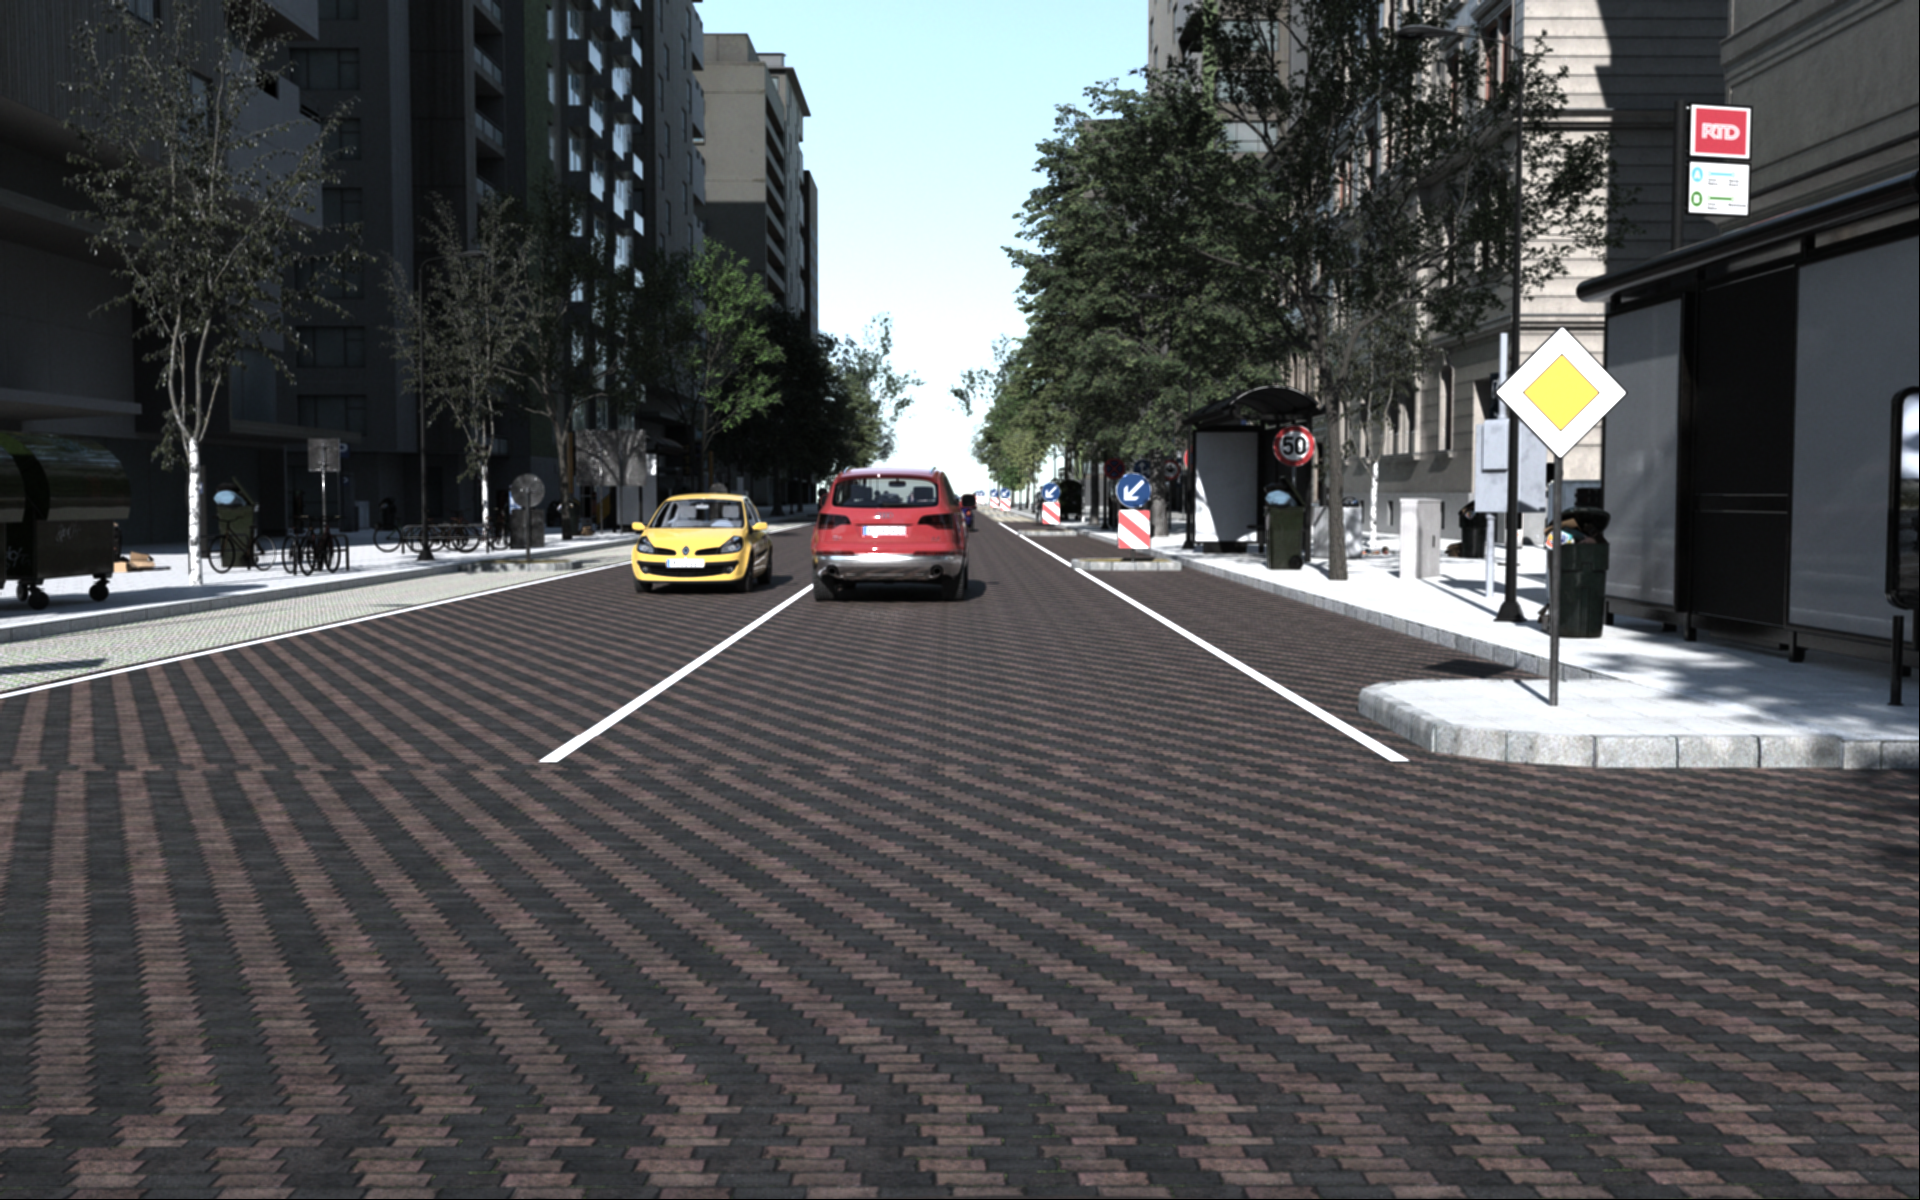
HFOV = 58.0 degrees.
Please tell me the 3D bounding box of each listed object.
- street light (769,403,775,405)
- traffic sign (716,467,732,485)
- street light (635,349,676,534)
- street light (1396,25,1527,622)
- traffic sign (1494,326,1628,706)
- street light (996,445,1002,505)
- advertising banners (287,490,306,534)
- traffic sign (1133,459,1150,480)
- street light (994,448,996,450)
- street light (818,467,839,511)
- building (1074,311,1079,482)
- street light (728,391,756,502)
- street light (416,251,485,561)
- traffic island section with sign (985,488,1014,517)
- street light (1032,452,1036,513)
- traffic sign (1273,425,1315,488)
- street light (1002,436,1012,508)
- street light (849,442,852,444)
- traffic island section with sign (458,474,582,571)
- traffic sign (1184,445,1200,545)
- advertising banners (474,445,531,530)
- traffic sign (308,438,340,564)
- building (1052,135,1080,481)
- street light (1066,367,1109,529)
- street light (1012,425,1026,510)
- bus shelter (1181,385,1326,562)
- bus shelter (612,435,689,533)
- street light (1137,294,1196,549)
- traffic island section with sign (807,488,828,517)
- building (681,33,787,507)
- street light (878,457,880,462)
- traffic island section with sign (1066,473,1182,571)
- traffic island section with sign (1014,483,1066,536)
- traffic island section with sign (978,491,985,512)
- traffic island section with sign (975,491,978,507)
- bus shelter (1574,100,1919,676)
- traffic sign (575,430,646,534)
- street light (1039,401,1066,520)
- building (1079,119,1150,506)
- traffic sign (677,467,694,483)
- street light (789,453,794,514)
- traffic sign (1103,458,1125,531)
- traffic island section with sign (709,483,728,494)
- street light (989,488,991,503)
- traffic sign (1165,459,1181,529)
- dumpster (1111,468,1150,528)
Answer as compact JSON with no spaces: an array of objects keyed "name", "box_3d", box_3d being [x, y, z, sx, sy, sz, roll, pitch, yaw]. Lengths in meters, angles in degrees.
[{"name":"street light","box_3d":[-10.023,-7.046,87.749,1.470,5.913,1.316,0,4,0]},{"name":"traffic sign","box_3d":[-11.129,-4.985,81.611,0.768,2.556,0.104,0,4,1]},{"name":"street light","box_3d":[-9.751,-5.086,55.700,1.470,5.913,1.316,0,4,0]},{"name":"street light","box_3d":[5.023,-2.740,17.335,1.470,5.913,1.316,0,4,0]},{"name":"traffic sign","box_3d":[3.594,-0.415,10.435,0.795,2.450,0.064,0,4,0]},{"name":"street light","box_3d":[4.328,-11.594,162.108,1.470,5.913,1.316,0,4,0]},{"name":"advertising banners","box_3d":[-21.440,-3.585,54.806,0.090,3.025,2.074,1,4,17]},{"name":"traffic sign","box_3d":[6.745,-3.889,63.697,0.768,2.556,0.104,0,4,2]},{"name":"street light","box_3d":[4.186,-12.461,176.270,1.470,5.913,1.316,0,4,0]},{"name":"street light","box_3d":[-10.242,-9.841,133.442,1.470,5.913,1.316,0,4,0]},{"name":"building","box_3d":[20.619,-26.645,207.347,14.160,30.474,14.107,0,4,0]},{"name":"street light","box_3d":[-9.896,-6.458,78.132,1.470,5.913,1.316,0,4,0]},{"name":"street light","box_3d":[-9.774,-3.714,33.266,1.470,5.913,1.316,0,4,0]},{"name":"traffic island section with sign","box_3d":[2.744,-6.205,110.071,1.989,1.847,2.006,0,4,0]},{"name":"street light","box_3d":[4.623,-7.440,94.189,1.470,5.913,1.316,0,4,0]},{"name":"traffic sign","box_3d":[6.155,-1.948,31.961,0.768,2.556,0.104,1,4,8]},{"name":"street light","box_3d":[4.320,-10.195,139.229,1.470,5.913,1.316,0,4,0]},{"name":"street light","box_3d":[-10.373,-11.213,155.874,1.470,5.913,1.316,0,4,0]},{"name":"traffic island section with sign","box_3d":[-8.253,-1.477,32.781,1.989,1.847,2.006,0,4,0]},{"name":"traffic sign","box_3d":[5.976,-2.645,43.344,0.768,2.556,0.104,0,4,1]},{"name":"advertising banners","box_3d":[-16.377,-4.036,62.176,2.074,3.025,0.090,0,4,-5]},{"name":"traffic sign","box_3d":[-11.680,-1.816,31.817,0.606,2.300,0.079,0,4,7]},{"name":"building","box_3d":[24.510,-37.302,229.491,23.786,49.044,30.456,0,4,0]},{"name":"street light","box_3d":[4.724,-5.516,62.720,1.470,5.913,1.316,0,4,0]},{"name":"street light","box_3d":[4.449,-8.823,116.797,1.470,5.913,1.316,0,4,0]},{"name":"bus shelter","box_3d":[5.815,-2.507,34.913,2.014,3.302,5.546,0,4,0]},{"name":"bus shelter","box_3d":[-10.808,-4.042,60.006,2.014,3.302,5.546,0,4,0]},{"name":"street light","box_3d":[4.800,-4.144,40.288,1.470,5.913,1.316,0,4,0]},{"name":"traffic island section with sign","box_3d":[-8.679,-6.212,110.200,1.989,1.847,2.006,0,4,0]},{"name":"building","box_3d":[-30.473,-34.458,187.091,21.300,48.544,21.600,0,4,0]},{"name":"street light","box_3d":[-10.632,-14.854,215.400,1.470,5.913,1.316,0,4,0]},{"name":"traffic island section with sign","box_3d":[3.164,-1.516,33.410,1.989,1.847,2.006,0,4,0]},{"name":"traffic island section with sign","box_3d":[3.019,-3.164,60.365,1.989,1.847,2.006,0,4,0]},{"name":"traffic island section with sign","box_3d":[2.598,-7.858,137.109,1.989,1.847,2.006,0,4,0]},{"name":"traffic island section with sign","box_3d":[2.298,-11.239,192.386,1.989,1.847,2.006,0,4,0]},{"name":"bus shelter","box_3d":[7.118,-2.310,15.404,2.179,5.291,8.768,0,4,0]},{"name":"traffic sign","box_3d":[-11.054,-3.730,54.853,2.265,3.308,0.079,0,4,4]},{"name":"street light","box_3d":[4.714,-6.912,85.552,1.470,5.913,1.316,0,4,0]},{"name":"building","box_3d":[20.125,-31.104,192.152,14.154,41.232,14.086,0,4,0]},{"name":"traffic sign","box_3d":[-12.421,-4.784,78.328,0.768,2.556,0.104,0,4,3]},{"name":"street light","box_3d":[-10.190,-8.418,110.181,1.470,5.913,1.316,0,4,0]},{"name":"traffic sign","box_3d":[5.393,-3.701,60.615,0.768,2.556,0.104,0,3,0]},{"name":"traffic island section with sign","box_3d":[-8.401,-3.157,60.246,1.989,1.847,2.006,0,4,0]},{"name":"street light","box_3d":[3.942,-13.832,198.701,1.470,5.913,1.316,0,4,0]},{"name":"traffic sign","box_3d":[7.719,-3.888,63.671,0.768,2.556,0.104,0,3,0]},{"name":"dumpster","box_3d":[6.501,-3.816,64.884,1.502,2.255,1.985,0,4,0]}]
